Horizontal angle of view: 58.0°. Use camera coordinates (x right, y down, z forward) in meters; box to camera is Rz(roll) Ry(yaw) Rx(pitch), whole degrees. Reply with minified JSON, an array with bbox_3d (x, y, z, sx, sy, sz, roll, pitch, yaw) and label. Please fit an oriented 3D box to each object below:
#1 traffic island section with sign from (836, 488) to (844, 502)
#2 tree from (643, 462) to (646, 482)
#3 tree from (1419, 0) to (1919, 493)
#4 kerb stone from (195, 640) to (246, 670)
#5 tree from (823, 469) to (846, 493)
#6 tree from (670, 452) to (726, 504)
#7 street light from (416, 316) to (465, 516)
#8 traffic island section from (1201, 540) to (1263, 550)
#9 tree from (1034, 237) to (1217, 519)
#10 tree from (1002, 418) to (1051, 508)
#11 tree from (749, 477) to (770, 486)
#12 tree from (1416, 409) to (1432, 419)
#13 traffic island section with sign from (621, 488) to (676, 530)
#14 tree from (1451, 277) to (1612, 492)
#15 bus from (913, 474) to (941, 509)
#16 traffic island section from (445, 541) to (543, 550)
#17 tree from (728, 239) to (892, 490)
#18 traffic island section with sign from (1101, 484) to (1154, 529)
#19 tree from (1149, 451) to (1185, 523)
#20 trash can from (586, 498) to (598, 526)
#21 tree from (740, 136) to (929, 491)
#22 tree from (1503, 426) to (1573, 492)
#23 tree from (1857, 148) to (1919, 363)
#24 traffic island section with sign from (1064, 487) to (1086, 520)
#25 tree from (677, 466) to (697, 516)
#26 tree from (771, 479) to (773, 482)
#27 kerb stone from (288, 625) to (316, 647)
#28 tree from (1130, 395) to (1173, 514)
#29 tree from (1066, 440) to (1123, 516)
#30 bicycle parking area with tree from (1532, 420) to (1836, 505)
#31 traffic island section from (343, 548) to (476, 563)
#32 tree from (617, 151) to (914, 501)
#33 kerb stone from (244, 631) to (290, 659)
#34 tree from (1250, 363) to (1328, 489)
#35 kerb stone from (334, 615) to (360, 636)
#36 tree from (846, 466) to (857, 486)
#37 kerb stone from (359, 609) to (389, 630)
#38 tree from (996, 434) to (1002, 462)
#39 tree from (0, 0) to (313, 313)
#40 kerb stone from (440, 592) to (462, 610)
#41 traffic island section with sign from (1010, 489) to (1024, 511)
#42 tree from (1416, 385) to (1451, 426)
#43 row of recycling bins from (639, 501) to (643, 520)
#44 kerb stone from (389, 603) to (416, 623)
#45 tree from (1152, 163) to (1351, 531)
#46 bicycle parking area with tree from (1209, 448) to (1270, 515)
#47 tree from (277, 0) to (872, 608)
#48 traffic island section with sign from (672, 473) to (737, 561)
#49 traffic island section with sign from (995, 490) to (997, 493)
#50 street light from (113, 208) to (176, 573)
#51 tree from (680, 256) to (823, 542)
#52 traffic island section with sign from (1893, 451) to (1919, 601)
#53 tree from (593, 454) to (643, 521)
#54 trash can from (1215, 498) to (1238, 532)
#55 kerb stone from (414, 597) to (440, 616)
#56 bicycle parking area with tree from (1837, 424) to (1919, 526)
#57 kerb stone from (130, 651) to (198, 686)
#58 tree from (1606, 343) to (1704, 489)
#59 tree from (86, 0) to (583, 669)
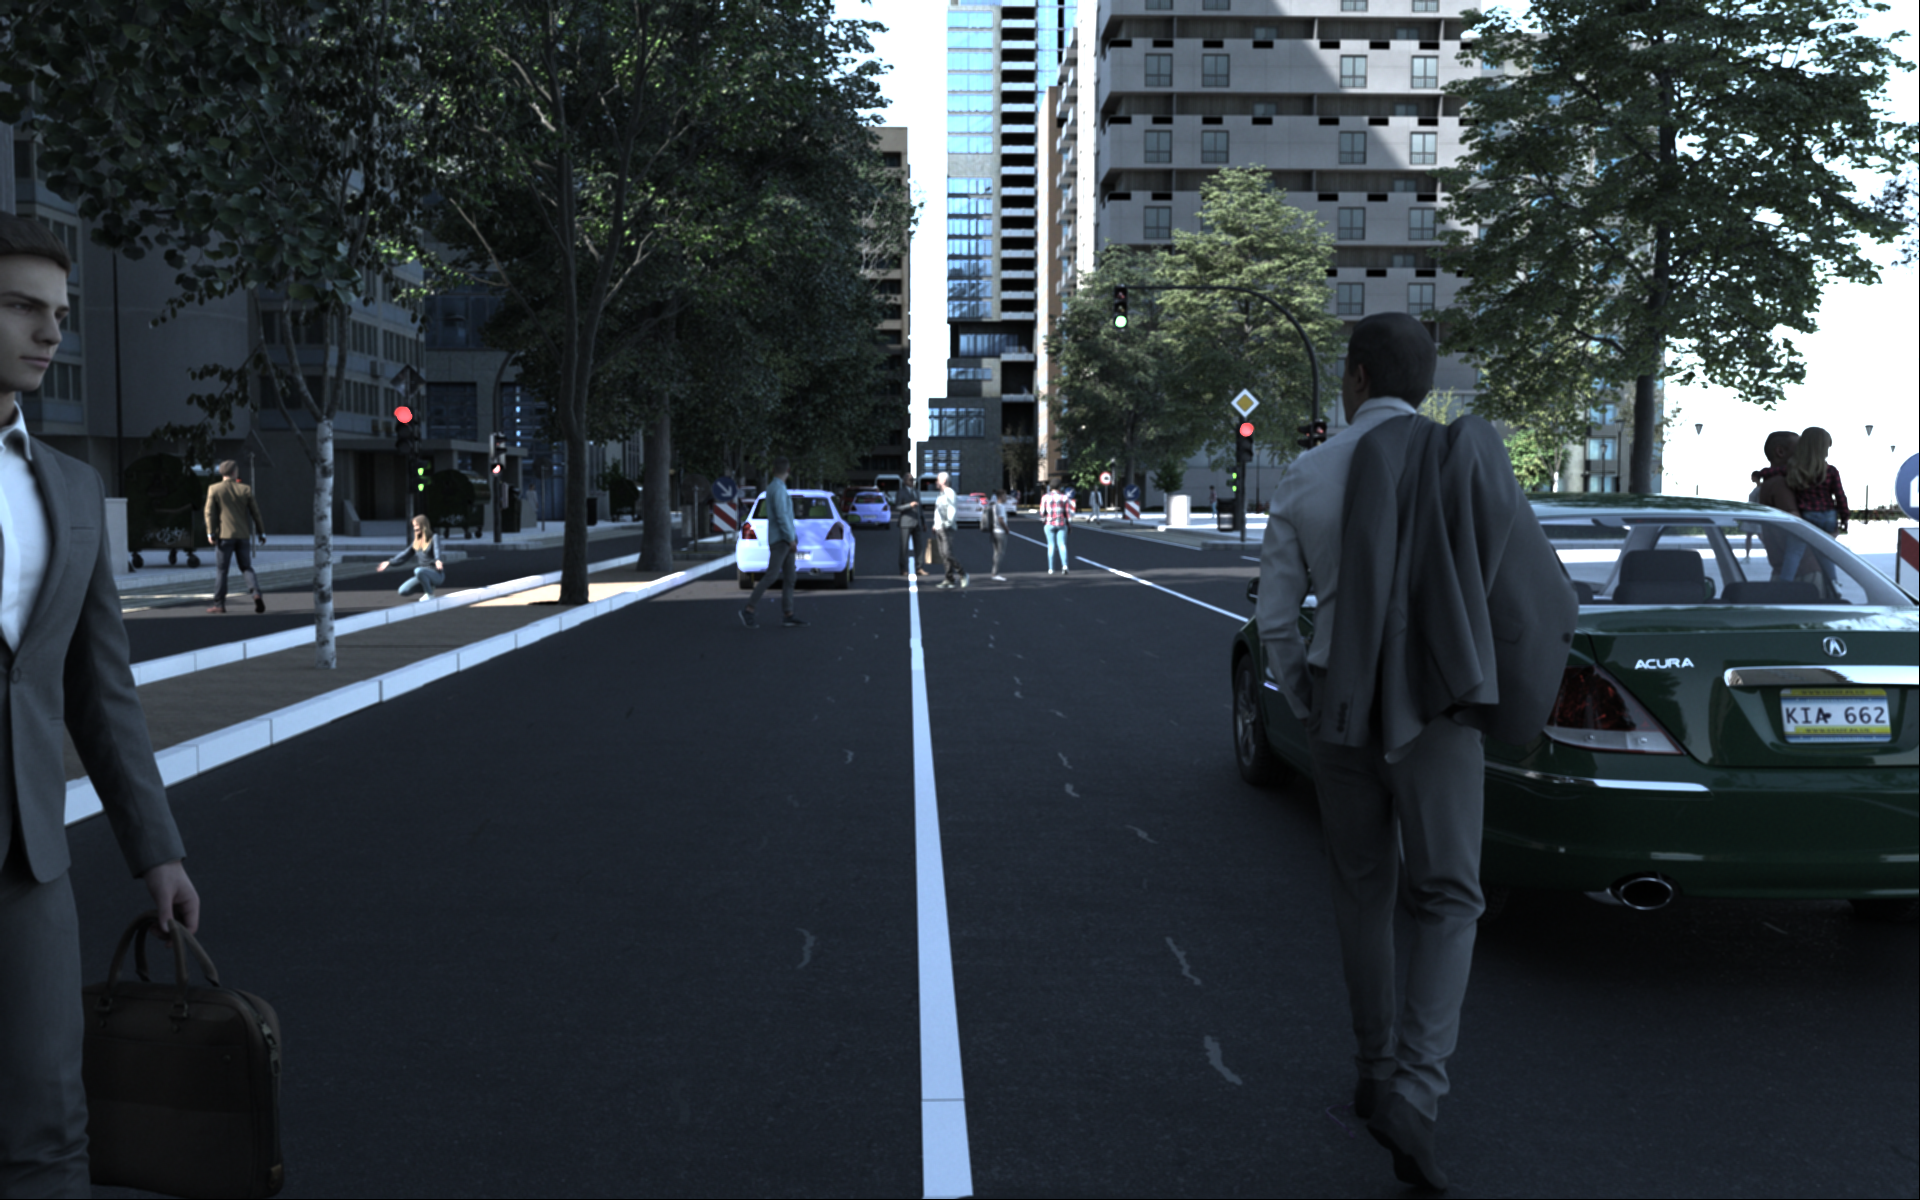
[{"bbox_3d":[-8.360,-6.870,120.467,2.006,1.907,1.989,0,4,-2],"label":"traffic island section with sign"},{"bbox_3d":[-16.779,-5.995,92.613,1.663,3.219,1.824,0,3,0],"label":"tree"},{"bbox_3d":[11.618,-6.724,28.060,7.486,12.596,7.792,0,3,0],"label":"tree"},{"bbox_3d":[-6.221,0.475,14.426,0.120,0.150,1.000,0,4,-2],"label":"kerb stone"},{"bbox_3d":[-6.473,-6.675,61.954,4.737,8.622,4.395,0,3,0],"label":"tree"},{"bbox_3d":[-16.137,-7.507,106.458,4.285,4.588,4.351,0,3,0],"label":"tree"},{"bbox_3d":[-13.623,-4.455,45.385,1.470,5.913,1.316,0,4,-2],"label":"street light"},{"bbox_3d":[7.565,-1.458,46.112,2.009,0.180,2.903,0,4,-2],"label":"traffic island section"},{"bbox_3d":[8.638,-11.048,87.284,9.857,13.997,8.962,0,3,0],"label":"tree"},{"bbox_3d":[6.496,-13.125,164.963,4.360,8.622,3.978,0,3,0],"label":"tree"},{"bbox_3d":[-18.366,-9.958,157.409,1.663,3.219,1.824,0,3,0],"label":"tree"},{"bbox_3d":[28.092,-9.747,109.729,4.360,8.622,3.978,0,3,0],"label":"tree"},{"bbox_3d":[-12.583,-3.763,70.151,1.989,1.847,2.006,0,4,-2],"label":"traffic island section with sign"},{"bbox_3d":[19.992,-6.616,58.528,4.737,8.622,4.395,0,3,0],"label":"tree"},{"bbox_3d":[-2.926,-10.517,166.809,2.948,3.499,13.247,0,4,-3],"label":"bus"},{"bbox_3d":[-12.168,-1.422,45.524,2.009,0.180,2.903,0,4,-2],"label":"traffic island section"},{"bbox_3d":[-6.906,-9.528,76.369,7.486,12.596,7.792,0,3,0],"label":"tree"},{"bbox_3d":[6.815,-3.796,70.699,1.989,1.847,2.006,0,4,-2],"label":"traffic island section with sign"},{"bbox_3d":[9.272,-5.080,77.661,1.663,3.219,1.824,0,3,0],"label":"tree"},{"bbox_3d":[-14.964,-3.563,69.908,0.748,1.137,0.748,0,3,0],"label":"trash can"},{"bbox_3d":[-8.378,-14.046,88.005,12.611,20.169,13.585,0,3,0],"label":"tree"},{"bbox_3d":[25.677,-5.738,77.529,4.285,4.588,4.351,0,3,0],"label":"tree"},{"bbox_3d":[21.292,-5.933,31.411,8.767,10.594,7.601,0,4,1],"label":"tree"},{"bbox_3d":[6.009,-5.444,97.642,1.989,1.847,2.006,0,4,-2],"label":"traffic island section with sign"},{"bbox_3d":[-16.051,-6.655,103.412,1.663,3.219,1.824,0,3,0],"label":"tree"},{"bbox_3d":[-18.881,-10.924,173.202,1.663,3.219,1.824,0,3,0],"label":"tree"},{"bbox_3d":[-6.284,0.353,16.483,0.120,0.150,1.000,0,4,-2],"label":"kerb stone"},{"bbox_3d":[13.097,-9.913,112.446,4.360,8.622,3.978,0,3,0],"label":"tree"},{"bbox_3d":[7.900,-7.322,103.428,4.285,4.588,4.351,0,3,0],"label":"tree"},{"bbox_3d":[27.744,-4.981,68.448,8.231,4.147,9.016,-1,4,-21],"label":"bicycle parking area with tree"},{"bbox_3d":[-11.927,-0.933,37.543,2.009,0.180,2.903,0,4,-2],"label":"traffic island section"},{"bbox_3d":[-6.275,-8.263,54.572,9.611,12.733,9.660,0,3,0],"label":"tree"},{"bbox_3d":[-6.241,0.415,15.454,0.120,0.150,1.000,0,4,-2],"label":"kerb stone"},{"bbox_3d":[17.235,-8.599,90.956,4.737,8.622,4.395,0,3,0],"label":"tree"},{"bbox_3d":[-6.306,0.290,17.504,0.120,0.150,1.000,0,4,-2],"label":"kerb stone"},{"bbox_3d":[-7.838,-9.357,105.811,4.737,8.622,4.395,0,3,0],"label":"tree"},{"bbox_3d":[-6.347,0.224,18.526,0.120,0.150,1.000,0,4,-2],"label":"kerb stone"},{"bbox_3d":[5.710,-14.161,181.890,4.360,8.622,3.978,0,3,0],"label":"tree"},{"bbox_3d":[-4.645,-5.894,5.479,9.857,13.997,8.962,0,3,0],"label":"tree"},{"bbox_3d":[-6.426,0.037,21.595,0.120,0.150,1.000,0,4,-2],"label":"kerb stone"},{"bbox_3d":[4.473,-8.568,148.706,1.989,1.847,2.006,0,4,-2],"label":"traffic island section with sign"},{"bbox_3d":[32.732,-10.170,116.637,4.737,8.622,4.395,0,3,0],"label":"tree"},{"bbox_3d":[-15.322,-4.817,85.869,1.069,1.692,3.534,0,4,2],"label":"row of recycling bins"},{"bbox_3d":[-6.368,0.166,19.551,0.120,0.150,1.000,0,4,-2],"label":"kerb stone"},{"bbox_3d":[10.102,-8.684,60.115,7.486,12.596,7.792,0,3,0],"label":"tree"},{"bbox_3d":[20.508,-7.504,109.694,8.231,4.147,9.016,-2,4,-31],"label":"bicycle parking area with tree"},{"bbox_3d":[-4.860,-5.729,21.876,9.928,11.665,9.643,0,3,0],"label":"tree"},{"bbox_3d":[-5.873,-1.824,37.958,2.006,1.907,1.989,0,4,-2],"label":"traffic island section with sign"},{"bbox_3d":[3.636,-10.282,176.734,1.989,1.847,2.006,0,4,-2],"label":"traffic island section with sign"},{"bbox_3d":[-13.164,-3.405,28.216,1.470,5.913,1.316,0,4,-2],"label":"street light"},{"bbox_3d":[-6.168,-5.787,47.436,4.737,8.622,4.395,0,3,0],"label":"tree"},{"bbox_3d":[8.475,-0.459,16.133,1.989,1.847,2.006,0,4,-2],"label":"traffic island section with sign"},{"bbox_3d":[-16.444,-5.385,82.651,1.663,3.219,1.824,0,3,0],"label":"tree"},{"bbox_3d":[9.038,-2.880,58.739,0.748,1.137,0.748,0,3,0],"label":"trash can"},{"bbox_3d":[-6.401,0.099,20.574,0.120,0.150,1.000,0,4,-2],"label":"kerb stone"},{"bbox_3d":[39.539,-5.245,72.760,8.231,4.147,9.016,-2,4,-23],"label":"bicycle parking area with tree"},{"bbox_3d":[-6.187,0.539,13.404,0.120,0.150,1.000,0,4,-2],"label":"kerb stone"},{"bbox_3d":[30.906,-7.782,77.595,4.360,8.622,3.978,0,3,0],"label":"tree"},{"bbox_3d":[-5.212,-3.750,14.139,4.360,8.622,3.978,0,3,0],"label":"tree"}]
